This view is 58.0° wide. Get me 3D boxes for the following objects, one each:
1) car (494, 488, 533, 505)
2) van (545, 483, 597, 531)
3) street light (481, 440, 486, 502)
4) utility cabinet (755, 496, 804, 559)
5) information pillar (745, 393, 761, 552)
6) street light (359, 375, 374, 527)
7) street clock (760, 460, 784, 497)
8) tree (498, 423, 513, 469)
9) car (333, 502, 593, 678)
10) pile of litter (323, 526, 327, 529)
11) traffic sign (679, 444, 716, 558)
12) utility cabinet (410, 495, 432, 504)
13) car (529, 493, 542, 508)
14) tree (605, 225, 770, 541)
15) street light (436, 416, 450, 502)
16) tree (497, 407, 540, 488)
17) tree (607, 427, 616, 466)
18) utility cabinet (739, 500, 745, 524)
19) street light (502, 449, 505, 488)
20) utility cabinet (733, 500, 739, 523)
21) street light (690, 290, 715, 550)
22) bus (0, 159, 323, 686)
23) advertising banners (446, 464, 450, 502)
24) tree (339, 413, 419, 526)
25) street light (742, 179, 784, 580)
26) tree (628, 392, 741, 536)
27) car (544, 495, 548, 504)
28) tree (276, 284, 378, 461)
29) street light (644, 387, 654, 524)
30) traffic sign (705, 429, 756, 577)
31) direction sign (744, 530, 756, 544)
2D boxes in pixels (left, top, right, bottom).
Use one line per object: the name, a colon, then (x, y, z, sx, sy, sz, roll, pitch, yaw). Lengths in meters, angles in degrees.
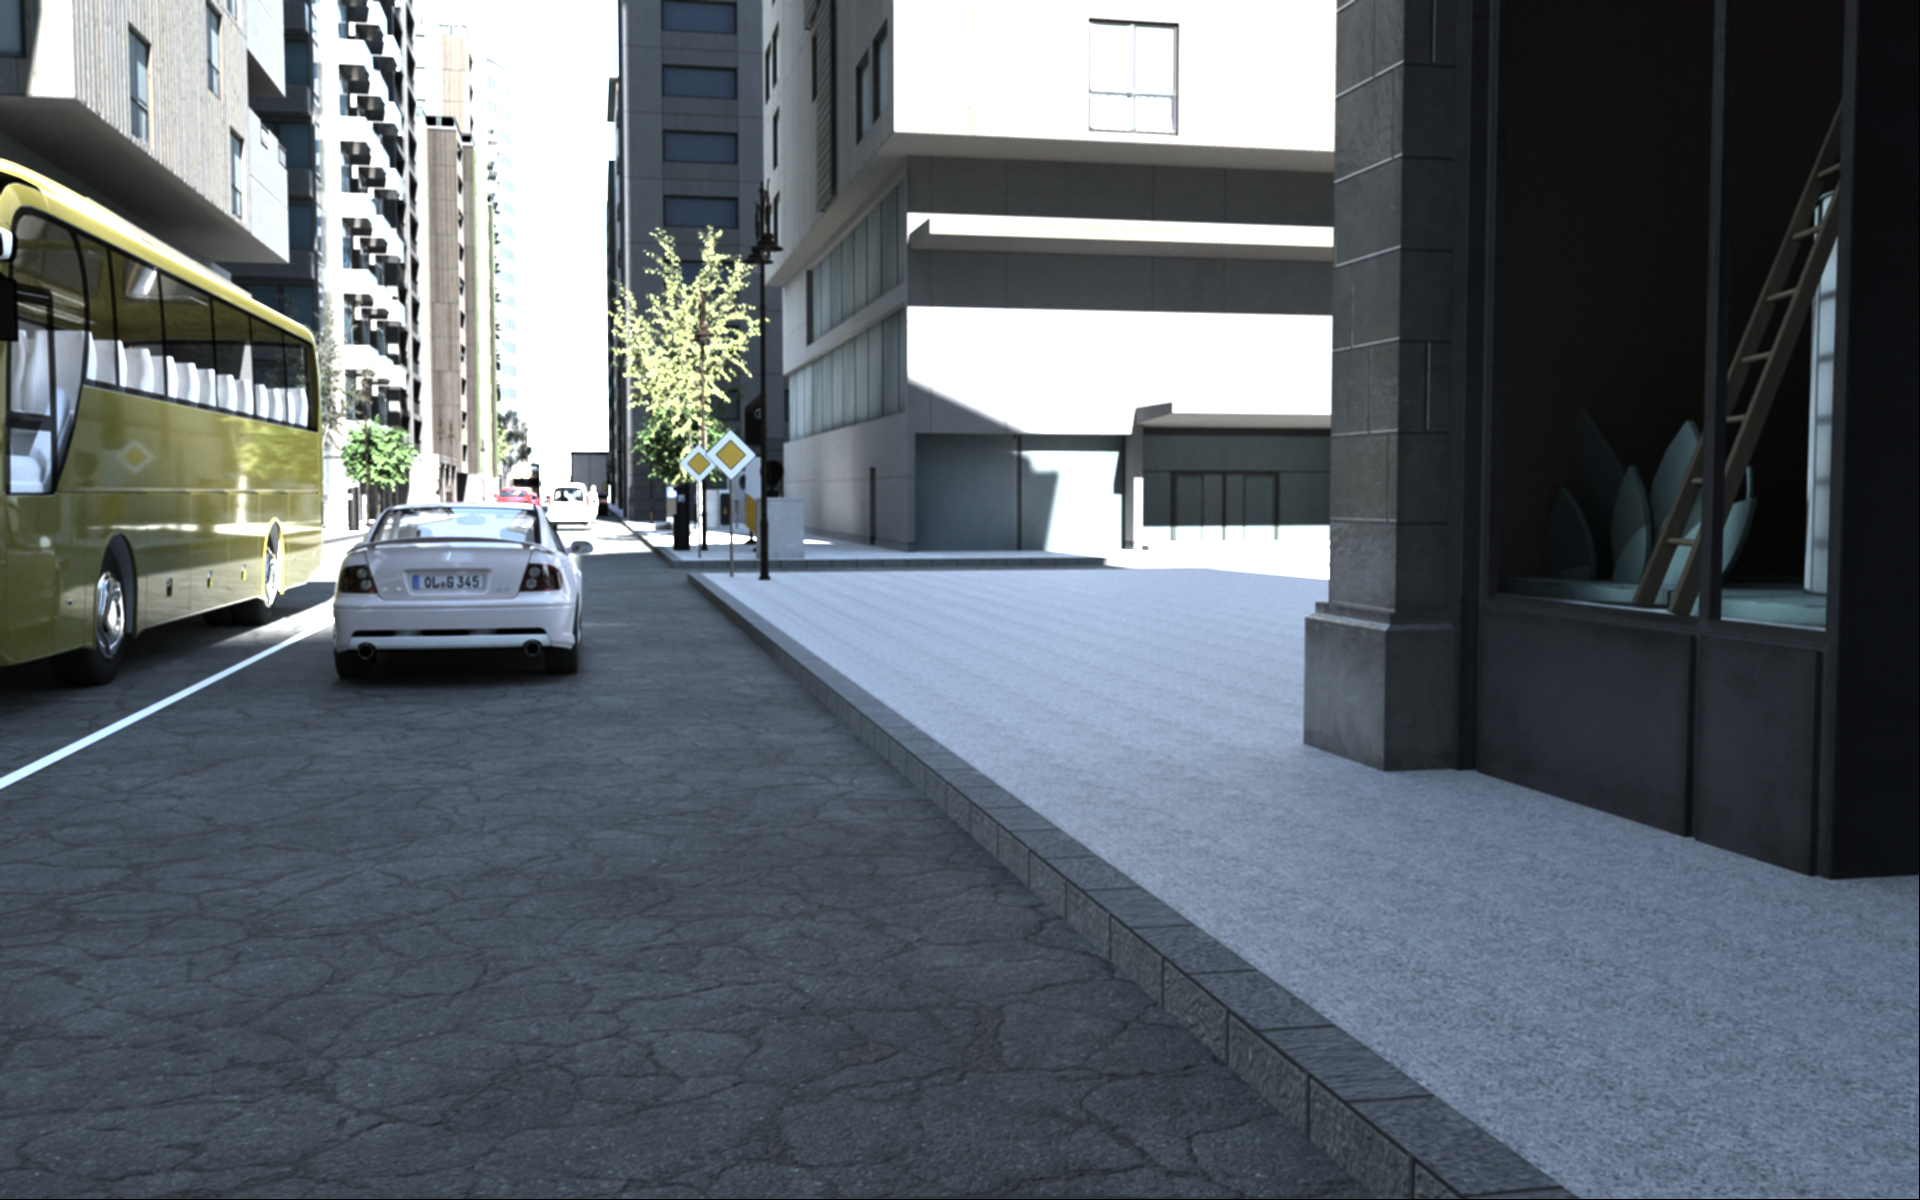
car: (-26.833, -5.843, 104.208, 2.281, 1.827, 5.304, -1, 4, -12)
van: (-15.446, -3.770, 68.652, 2.013, 2.044, 4.112, -1, 4, -11)
street light: (-38.862, -10.304, 141.263, 0.468, 5.910, 1.993, -1, 4, -12)
utility cabinet: (-3.573, -1.420, 34.371, 1.020, 1.237, 0.306, -3, 5, -45)
information pillar: (-4.538, -2.890, 38.612, 0.504, 3.616, 0.183, -1, 4, -10)
street light: (-22.761, -5.726, 66.412, 0.468, 5.910, 1.993, -1, 4, -12)
street clock: (-4.052, -2.005, 37.358, 0.471, 2.002, 0.358, -1, 4, -19)
tree: (-46.242, -13.471, 170.615, 4.737, 8.622, 4.395, 0, 3, 0)
car: (-4.236, -0.161, 15.000, 2.083, 1.381, 4.827, -1, 4, -12)
pile of litter: (-24.457, -3.108, 64.786, 1.719, 0.858, 1.176, 2, 4, 35)
traffic sign: (-5.217, -1.896, 34.636, 0.795, 2.450, 0.064, -1, 4, -12)
utility cabinet: (-26.890, -4.602, 86.411, 1.020, 1.237, 0.306, 0, 4, 6)
car: (-30.433, -6.893, 121.740, 2.155, 1.783, 4.494, -1, 4, -11)
tree: (-7.295, -5.894, 46.722, 4.737, 8.622, 4.395, 0, 3, 0)
street light: (-30.228, -7.835, 100.891, 0.468, 5.910, 1.993, -1, 4, -12)
tree: (-47.580, -15.143, 181.992, 8.767, 10.594, 7.601, 3, 5, 42)
tree: (-37.056, -14.718, 190.993, 4.360, 8.622, 3.978, 0, 3, 0)
utility cabinet: (-9.122, -3.867, 74.383, 0.306, 1.237, 1.020, 0, 4, 4)
street light: (-46.043, -12.371, 175.050, 0.468, 5.910, 1.993, -1, 4, -12)
utility cabinet: (-9.843, -4.023, 76.944, 1.020, 1.237, 0.306, 0, 4, -4)
street light: (-5.833, -4.070, 39.333, 0.468, 5.910, 1.993, -1, 4, -12)
bus: (-8.195, -1.491, 15.930, 2.896, 3.916, 12.252, -1, 4, -11)
advertising banners: (-28.767, -6.189, 97.375, 0.090, 3.025, 2.074, -1, 4, -10)
tree: (-23.737, -5.316, 70.629, 4.285, 4.588, 4.351, 0, 3, 0)
street light: (-2.930, -3.242, 25.792, 0.468, 5.910, 1.993, -1, 4, -12)
tree: (-8.661, -4.307, 54.134, 4.285, 4.588, 4.351, 0, 3, 0)
car: (-61.053, -14.997, 257.782, 1.945, 1.354, 3.894, -1, 4, -10)
tree: (-22.788, -6.789, 61.364, 4.360, 8.622, 3.978, 0, 3, 0)
street light: (-13.124, -6.162, 73.530, 0.468, 5.910, 1.993, -1, 4, -12)
traffic sign: (-3.546, -1.418, 26.827, 0.795, 2.450, 0.064, -1, 4, -12)
direction sign: (-5.347, -3.197, 44.276, 0.379, 3.537, 0.876, -1, 4, -8)
